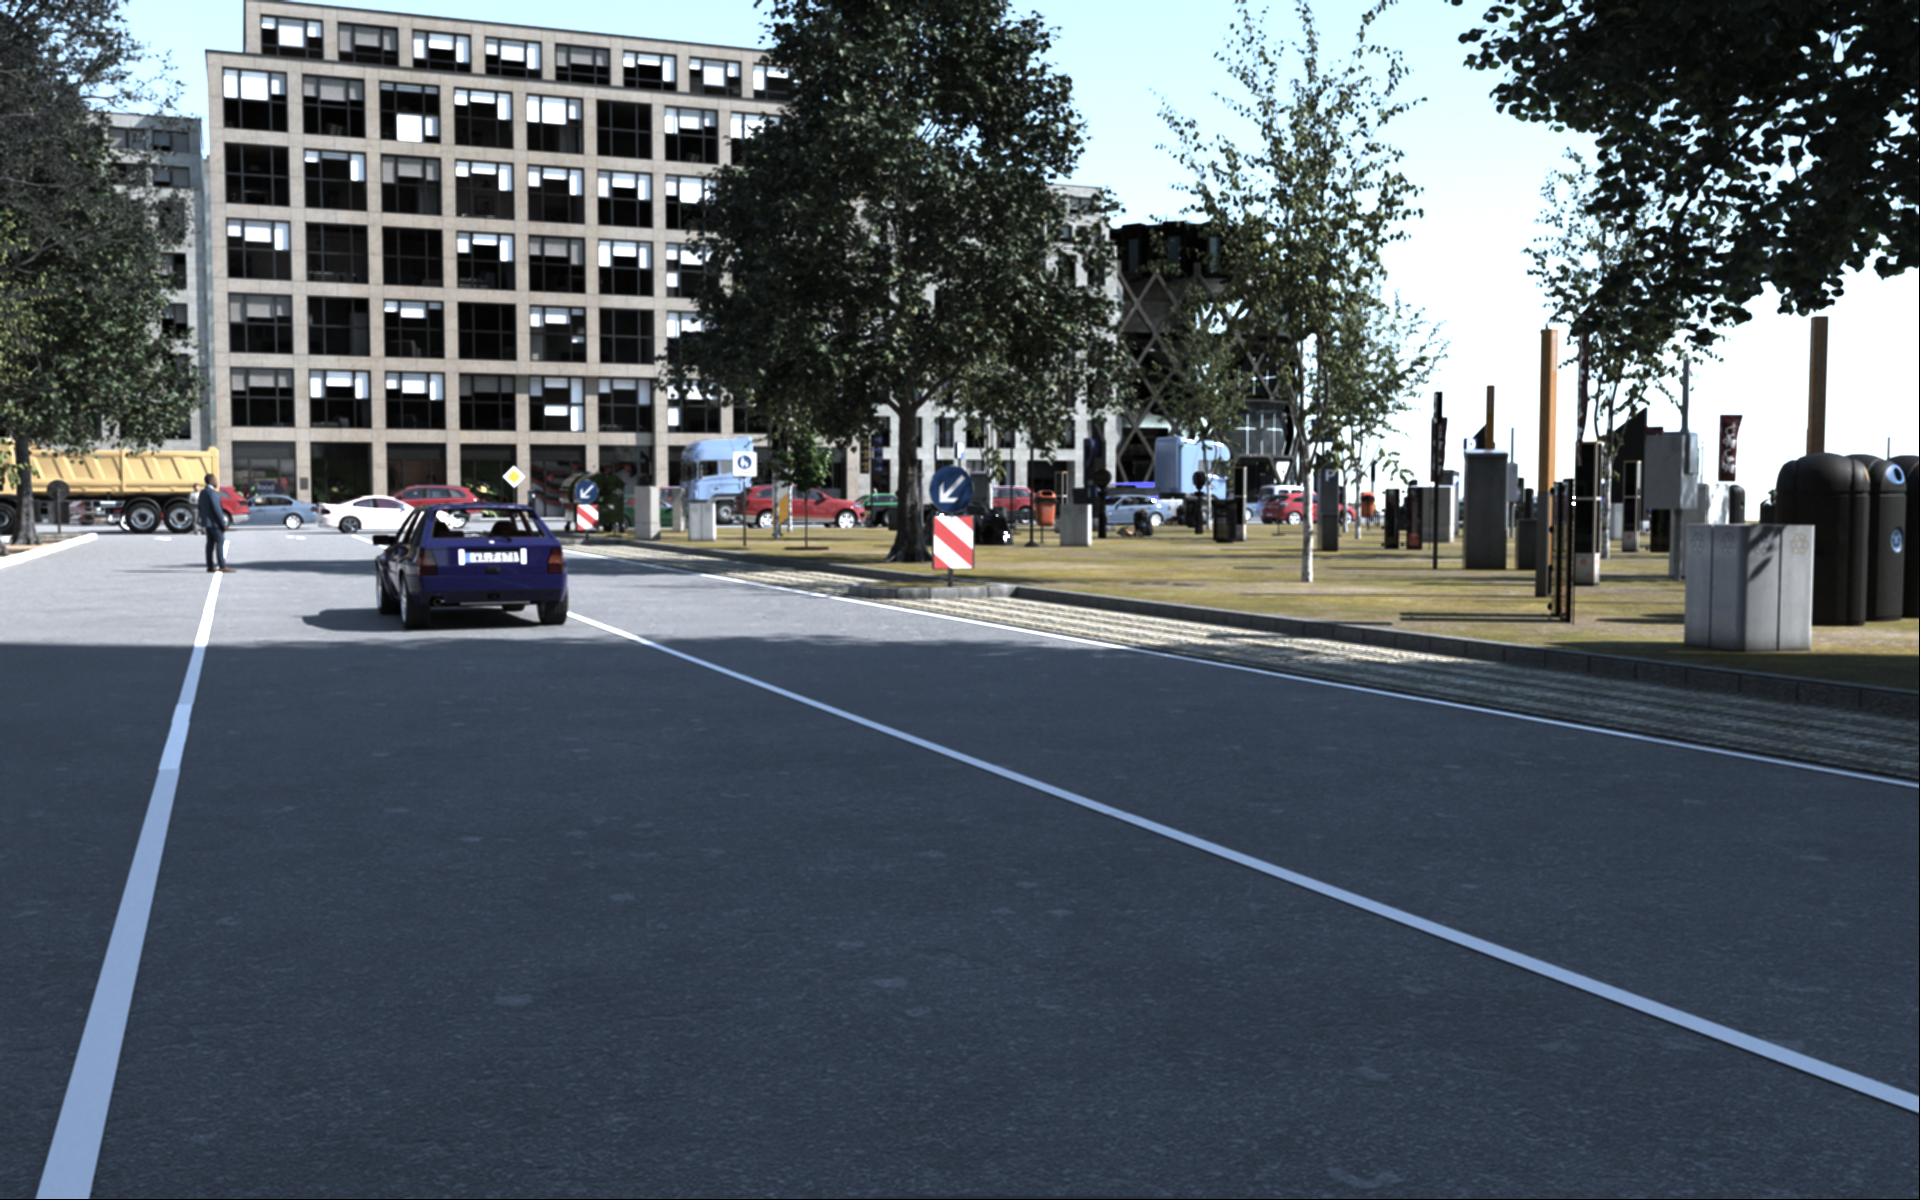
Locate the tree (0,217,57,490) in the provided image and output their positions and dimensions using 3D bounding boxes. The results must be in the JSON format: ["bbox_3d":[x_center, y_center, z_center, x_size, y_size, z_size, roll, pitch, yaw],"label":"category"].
[{"bbox_3d":[-19.241,-4.883,32.656,4.737,8.622,4.395,0,3,0],"label":"tree"}]

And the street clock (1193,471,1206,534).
[{"bbox_3d":[7.675,-3.119,55.560,0.358,2.002,0.471,-2,4,-24],"label":"street clock"}]

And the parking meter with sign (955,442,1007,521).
[{"bbox_3d":[0.727,-3.769,57.891,1.738,3.016,0.543,2,4,26],"label":"parking meter with sign"}]

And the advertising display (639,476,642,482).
[{"bbox_3d":[-11.398,-3.521,62.784,0.123,1.923,0.974,0,4,8],"label":"advertising display"}]

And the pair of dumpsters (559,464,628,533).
[{"bbox_3d":[-12.318,-3.408,58.210,1.574,2.255,4.437,-1,4,-22],"label":"pair of dumpsters"}]

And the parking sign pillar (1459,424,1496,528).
[{"bbox_3d":[19.493,-4.679,64.981,1.447,3.967,1.447,-2,4,-24],"label":"parking sign pillar"}]

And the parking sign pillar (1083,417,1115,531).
[{"bbox_3d":[4.678,-4.380,60.078,1.447,3.967,1.447,-1,4,-12],"label":"parking sign pillar"}]

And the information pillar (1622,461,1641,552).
[{"bbox_3d":[14.910,-2.077,38.458,0.304,2.012,0.304,2,4,35],"label":"information pillar"}]

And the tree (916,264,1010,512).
[{"bbox_3d":[0.637,-5.989,48.288,4.737,8.622,4.395,0,3,0],"label":"tree"}]

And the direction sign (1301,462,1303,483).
[{"bbox_3d":[24.656,-8.072,123.979,0.379,3.537,0.876,3,5,39],"label":"direction sign"}]

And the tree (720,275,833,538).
[{"bbox_3d":[-5.194,-6.082,49.807,4.737,8.622,4.395,0,3,0],"label":"tree"}]

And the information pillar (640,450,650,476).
[{"bbox_3d":[-16.748,-6.163,92.121,0.504,3.616,0.183,0,4,3],"label":"information pillar"}]

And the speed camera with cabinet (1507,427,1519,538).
[{"bbox_3d":[16.170,-3.520,51.890,0.660,3.252,2.038,0,4,4],"label":"speed camera with cabinet"}]

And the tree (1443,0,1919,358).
[{"bbox_3d":[7.188,-6.372,10.844,9.857,13.997,8.962,0,3,0],"label":"tree"}]

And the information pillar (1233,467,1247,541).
[{"bbox_3d":[7.585,-2.597,46.959,0.304,2.012,0.304,1,4,22],"label":"information pillar"}]

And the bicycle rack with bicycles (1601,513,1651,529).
[{"bbox_3d":[23.402,-2.828,59.625,2.925,0.926,2.852,-1,4,-10],"label":"bicycle rack with bicycles"}]

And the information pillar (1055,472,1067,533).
[{"bbox_3d":[3.316,-3.204,56.878,0.304,2.012,0.304,2,4,33],"label":"information pillar"}]

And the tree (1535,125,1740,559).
[{"bbox_3d":[13.105,-5.134,34.301,4.737,8.622,4.395,0,3,0],"label":"tree"}]

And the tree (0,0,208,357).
[{"bbox_3d":[-16.208,-6.837,24.606,12.009,13.543,11.850,0,3,0],"label":"tree"}]

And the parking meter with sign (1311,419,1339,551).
[{"bbox_3d":[8.361,-2.640,39.433,0.543,3.016,1.738,0,4,5],"label":"parking meter with sign"}]

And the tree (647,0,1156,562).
[{"bbox_3d":[-1.090,-7.087,32.875,9.611,12.733,9.660,0,3,0],"label":"tree"}]

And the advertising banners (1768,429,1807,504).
[{"bbox_3d":[22.160,-3.050,46.048,2.074,3.025,0.090,-2,4,-31],"label":"advertising banners"}]

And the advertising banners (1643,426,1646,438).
[{"bbox_3d":[18.476,-2.940,44.257,2.074,3.025,0.090,3,5,40],"label":"advertising banners"}]

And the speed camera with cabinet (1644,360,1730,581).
[{"bbox_3d":[11.014,-1.949,26.204,0.660,3.252,2.038,3,5,42],"label":"speed camera with cabinet"}]

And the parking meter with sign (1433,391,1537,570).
[{"bbox_3d":[8.929,-2.025,29.368,1.738,3.016,0.543,0,4,8],"label":"parking meter with sign"}]

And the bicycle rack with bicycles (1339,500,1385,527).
[{"bbox_3d":[15.730,-3.395,68.892,2.852,0.926,2.925,1,4,23],"label":"bicycle rack with bicycles"}]

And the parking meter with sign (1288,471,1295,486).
[{"bbox_3d":[24.188,-8.147,129.471,1.738,3.016,0.543,-1,4,-8],"label":"parking meter with sign"}]

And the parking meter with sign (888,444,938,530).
[{"bbox_3d":[-1.650,-3.963,61.059,1.738,3.016,0.543,0,4,5],"label":"parking meter with sign"}]

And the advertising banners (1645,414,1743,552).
[{"bbox_3d":[16.118,-2.556,37.987,2.074,3.025,0.090,0,4,-2],"label":"advertising banners"}]

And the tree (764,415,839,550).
[{"bbox_3d":[-3.705,-2.786,40.154,1.663,3.219,1.824,0,3,0],"label":"tree"}]

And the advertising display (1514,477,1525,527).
[{"bbox_3d":[21.588,-3.793,67.221,0.123,1.923,0.974,-1,4,-12],"label":"advertising display"}]

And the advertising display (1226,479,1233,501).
[{"bbox_3d":[11.389,-4.090,72.087,0.123,1.923,0.974,-2,4,-27],"label":"advertising display"}]

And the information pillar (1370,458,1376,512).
[{"bbox_3d":[27.233,-7.513,114.187,0.183,3.616,0.504,-1,4,-17],"label":"information pillar"}]

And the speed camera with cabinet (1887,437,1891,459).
[{"bbox_3d":[31.989,-3.953,58.968,0.660,3.252,2.038,1,4,13],"label":"speed camera with cabinet"}]

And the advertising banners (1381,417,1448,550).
[{"bbox_3d":[10.510,-2.683,40.061,0.090,3.025,2.074,-2,4,-28],"label":"advertising banners"}]

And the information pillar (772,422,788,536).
[{"bbox_3d":[-5.519,-3.770,52.996,0.504,3.616,0.183,0,4,-4],"label":"information pillar"}]

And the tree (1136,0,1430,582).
[{"bbox_3d":[4.866,-4.564,24.979,4.737,8.622,4.395,0,3,0],"label":"tree"}]

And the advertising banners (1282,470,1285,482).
[{"bbox_3d":[23.774,-7.925,125.757,0.090,3.025,2.074,2,4,35],"label":"advertising banners"}]

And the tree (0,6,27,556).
[{"bbox_3d":[-22.354,-7.341,39.496,9.611,12.733,9.660,0,3,0],"label":"tree"}]

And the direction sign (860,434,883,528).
[{"bbox_3d":[-3.353,-4.503,65.614,0.876,3.537,0.379,-1,4,-16],"label":"direction sign"}]

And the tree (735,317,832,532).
[{"bbox_3d":[-5.799,-6.595,58.184,4.360,8.622,3.978,0,3,0],"label":"tree"}]

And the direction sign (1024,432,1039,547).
[{"bbox_3d":[1.744,-3.063,42.073,0.379,3.537,0.876,0,4,1],"label":"direction sign"}]

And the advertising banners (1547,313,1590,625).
[{"bbox_3d":[6.121,-1.299,17.427,0.090,3.025,2.074,1,4,12],"label":"advertising banners"}]

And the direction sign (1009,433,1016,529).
[{"bbox_3d":[1.917,-4.431,64.447,0.379,3.537,0.876,0,4,3],"label":"direction sign"}]

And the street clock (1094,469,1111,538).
[{"bbox_3d":[4.148,-2.805,50.428,0.471,2.002,0.358,2,4,23],"label":"street clock"}]

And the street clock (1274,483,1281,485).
[{"bbox_3d":[20.219,-6.476,110.454,0.471,2.002,0.358,0,4,-4],"label":"street clock"}]

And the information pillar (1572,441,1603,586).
[{"bbox_3d":[8.788,-1.209,24.260,0.304,2.012,0.304,2,4,34],"label":"information pillar"}]
